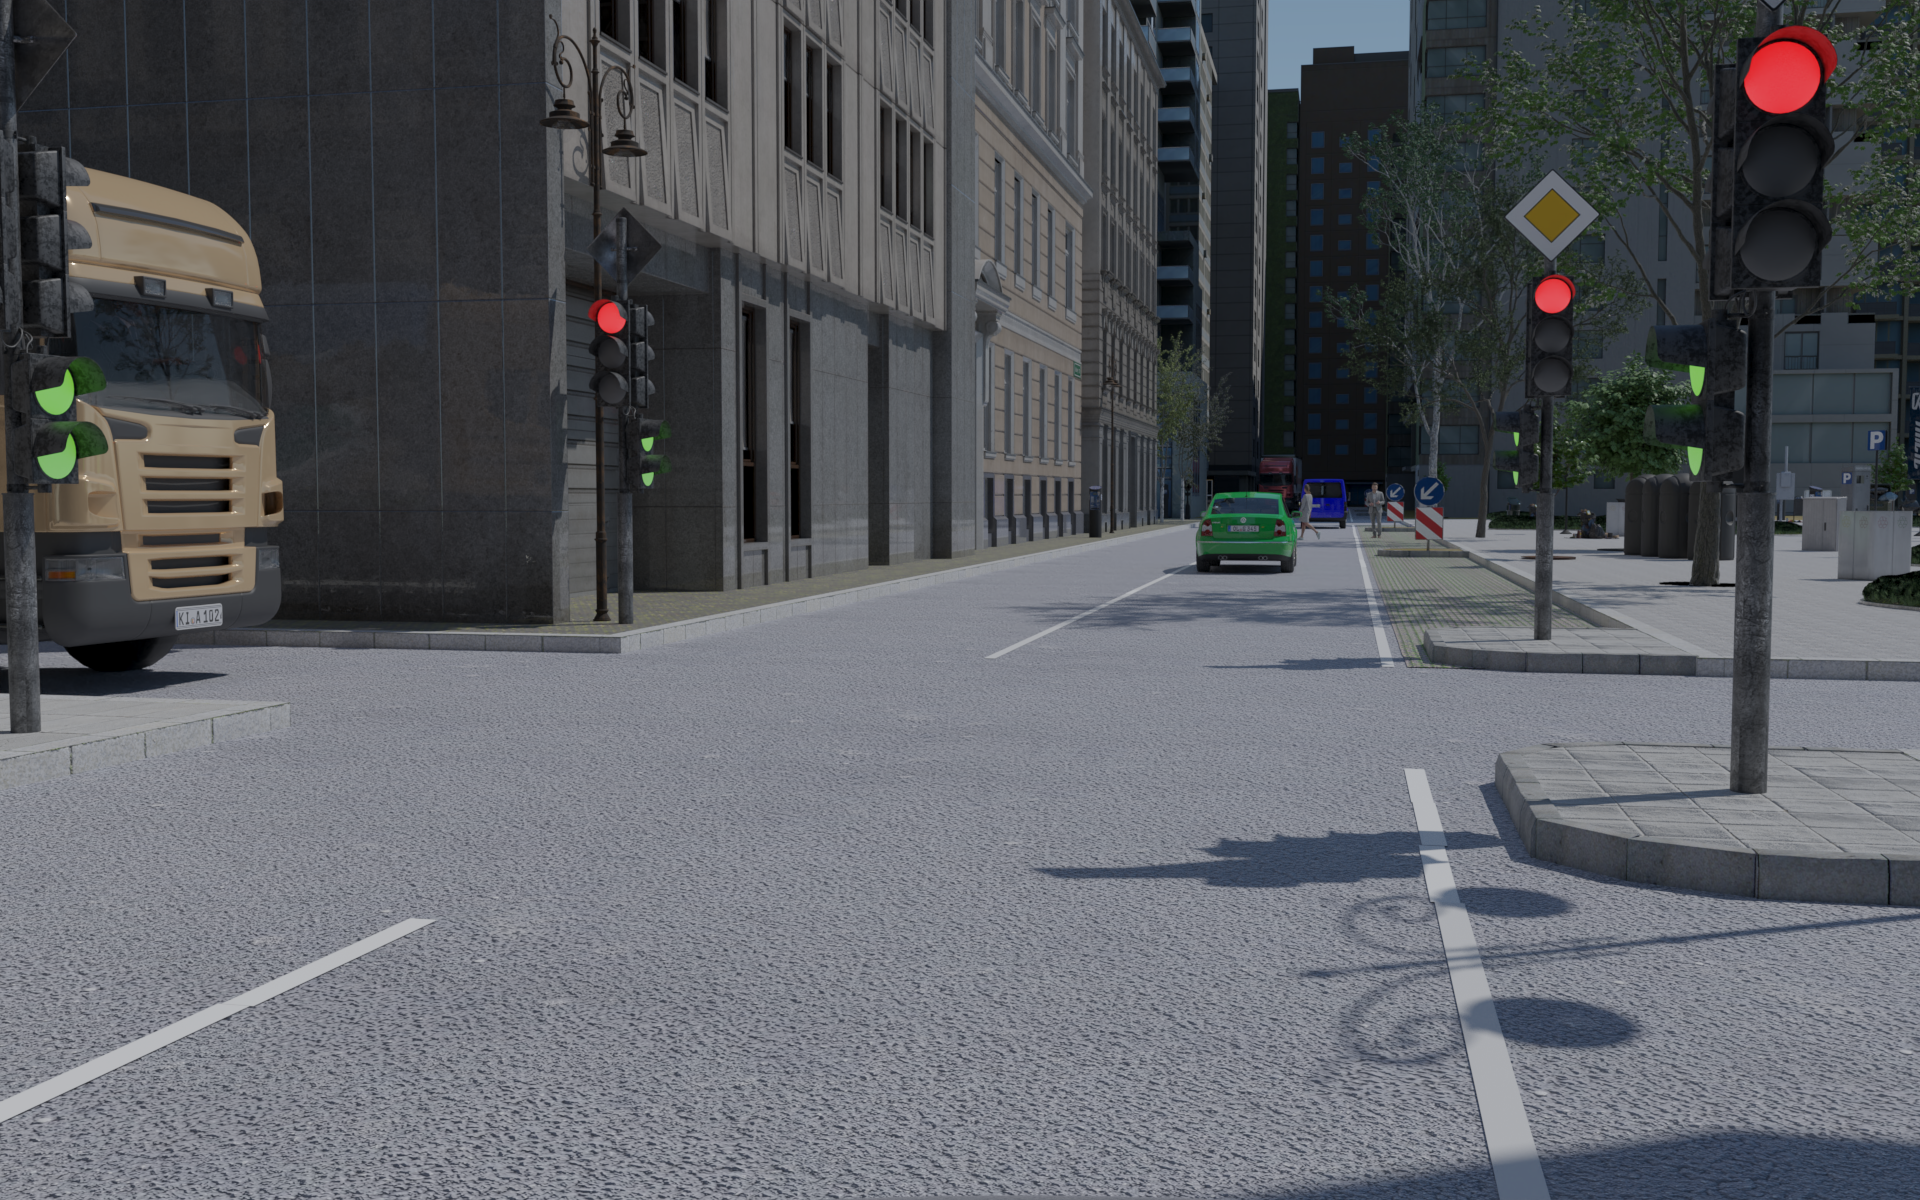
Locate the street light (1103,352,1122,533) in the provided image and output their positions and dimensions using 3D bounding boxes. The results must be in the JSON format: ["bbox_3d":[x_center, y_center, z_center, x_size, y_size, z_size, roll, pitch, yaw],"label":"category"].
[{"bbox_3d":[4.969,-5.121,56.512,0.468,5.910,1.993,1,4,12],"label":"street light"}]

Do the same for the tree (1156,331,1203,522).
[{"bbox_3d":[8.969,-7.821,78.240,4.737,8.622,4.395,0,3,0],"label":"tree"}]

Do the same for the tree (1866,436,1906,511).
[{"bbox_3d":[31.009,-3.836,57.322,1.663,3.219,1.824,0,3,0],"label":"tree"}]

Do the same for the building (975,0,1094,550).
[{"bbox_3d":[-4.196,-15.958,46.821,13.634,28.700,20.117,1,4,12],"label":"building"}]

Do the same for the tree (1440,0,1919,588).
[{"bbox_3d":[10.400,-5.989,23.670,9.928,11.665,9.643,0,3,0],"label":"tree"}]

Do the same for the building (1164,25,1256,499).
[{"bbox_3d":[6.719,-27.124,135.361,32.217,40.220,23.993,1,4,12],"label":"building"}]

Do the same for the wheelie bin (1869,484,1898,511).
[{"bbox_3d":[27.749,-2.714,52.289,0.980,1.594,0.693,3,4,36],"label":"wheelie bin"}]

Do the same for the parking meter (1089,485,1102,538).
[{"bbox_3d":[3.984,-2.601,50.942,0.372,1.533,0.369,0,3,0],"label":"parking meter"}]

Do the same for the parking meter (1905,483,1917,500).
[{"bbox_3d":[43.665,-4.516,79.546,0.399,1.863,0.255,0,4,6],"label":"parking meter"}]

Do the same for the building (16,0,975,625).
[{"bbox_3d":[-7.704,-12.796,27.244,12.078,24.808,19.932,1,4,12],"label":"building"}]

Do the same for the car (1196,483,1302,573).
[{"bbox_3d":[5.520,-1.484,33.057,1.959,1.807,4.718,1,4,12],"label":"car"}]

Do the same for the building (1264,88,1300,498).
[{"bbox_3d":[28.038,-30.326,179.420,14.086,41.232,14.154,1,4,12],"label":"building"}]

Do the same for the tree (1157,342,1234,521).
[{"bbox_3d":[11.008,-8.151,83.636,4.360,8.622,3.978,0,3,0],"label":"tree"}]

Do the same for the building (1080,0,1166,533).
[{"bbox_3d":[1.951,-13.246,65.726,9.793,20.994,18.267,1,4,12],"label":"building"}]

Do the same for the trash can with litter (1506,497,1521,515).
[{"bbox_3d":[22.882,-3.658,71.203,0.624,1.170,1.055,0,4,-4],"label":"trash can with litter"}]

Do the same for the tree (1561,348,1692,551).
[{"bbox_3d":[15.289,-3.389,39.119,4.285,4.588,4.351,0,3,0],"label":"tree"}]

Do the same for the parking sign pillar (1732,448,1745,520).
[{"bbox_3d":[27.363,-4.462,61.426,1.447,3.967,1.447,-1,4,-23],"label":"parking sign pillar"}]

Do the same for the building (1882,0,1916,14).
[{"bbox_3d":[68.676,-29.925,143.903,28.867,44.769,22.147,1,4,12],"label":"building"}]

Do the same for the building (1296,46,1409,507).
[{"bbox_3d":[41.857,-32.183,176.294,14.200,45.320,14.600,1,4,12],"label":"building"}]

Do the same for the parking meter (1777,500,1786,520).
[{"bbox_3d":[39.912,-4.633,84.157,0.372,1.533,0.369,0,3,0],"label":"parking meter"}]

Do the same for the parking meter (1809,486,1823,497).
[{"bbox_3d":[26.021,-2.708,52.681,0.372,1.533,0.369,0,3,0],"label":"parking meter"}]

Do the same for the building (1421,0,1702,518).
[{"bbox_3d":[33.335,-19.999,98.689,14.160,30.474,14.107,1,4,12],"label":"building"}]

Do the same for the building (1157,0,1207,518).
[{"bbox_3d":[4.646,-48.540,106.294,22.319,86.520,31.000,1,4,12],"label":"building"}]

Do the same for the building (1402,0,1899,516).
[{"bbox_3d":[44.441,-32.268,116.816,28.713,52.752,27.495,1,4,12],"label":"building"}]

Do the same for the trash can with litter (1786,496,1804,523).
[{"bbox_3d":[37.894,-4.064,77.507,1.678,1.210,2.233,-2,4,-35],"label":"trash can with litter"}]

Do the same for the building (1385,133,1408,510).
[{"bbox_3d":[41.790,-22.533,140.123,14.160,30.474,14.107,1,4,12],"label":"building"}]

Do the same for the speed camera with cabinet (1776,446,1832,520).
[{"bbox_3d":[34.871,-4.724,71.580,2.038,3.252,0.660,1,4,23],"label":"speed camera with cabinet"}]

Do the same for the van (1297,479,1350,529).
[{"bbox_3d":[15.405,-4.221,73.395,2.240,2.365,5.245,1,4,12],"label":"van"}]

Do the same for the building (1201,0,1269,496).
[{"bbox_3d":[16.787,-43.871,155.535,20.611,71.187,20.563,1,4,12],"label":"building"}]

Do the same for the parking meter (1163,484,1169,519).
[{"bbox_3d":[10.735,-5.204,90.804,0.399,1.863,0.255,0,4,-7],"label":"parking meter"}]

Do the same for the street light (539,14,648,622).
[{"bbox_3d":[-3.620,-2.725,17.336,0.468,5.910,1.993,1,4,12],"label":"street light"}]
